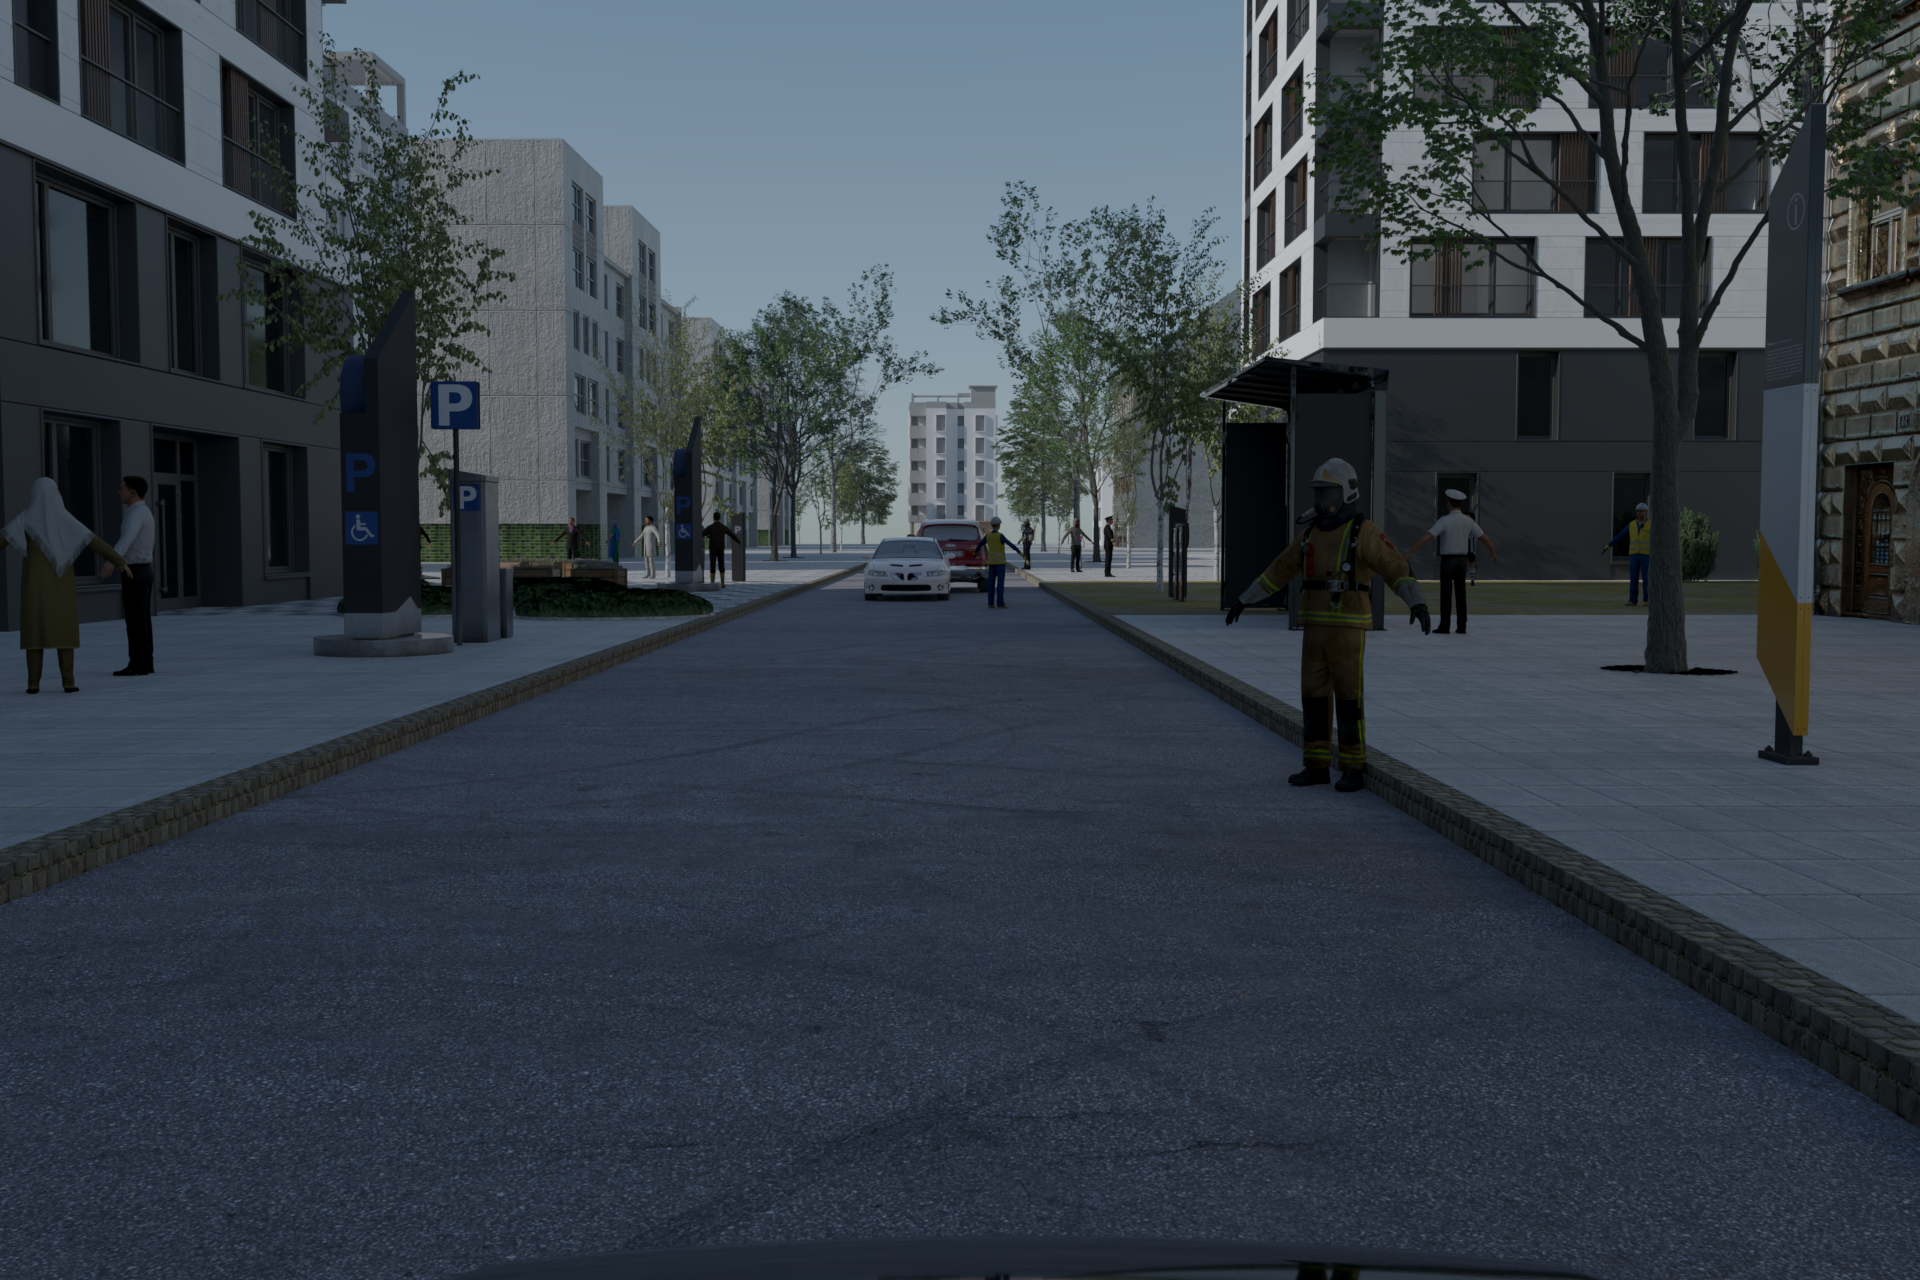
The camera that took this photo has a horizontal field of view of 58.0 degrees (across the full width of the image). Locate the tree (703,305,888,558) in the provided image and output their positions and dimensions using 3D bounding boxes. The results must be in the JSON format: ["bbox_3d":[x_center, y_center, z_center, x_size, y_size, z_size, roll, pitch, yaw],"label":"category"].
[{"bbox_3d":[-9.012,-11.164,92.895,12.009,13.543,11.850,0,3,0],"label":"tree"}]

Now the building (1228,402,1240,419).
[{"bbox_3d":[21.216,-9.319,94.514,9.099,9.664,28.070,0,4,0],"label":"building"}]

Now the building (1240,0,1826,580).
[{"bbox_3d":[23.895,-13.434,63.627,27.936,21.610,32.646,0,3,0],"label":"building"}]

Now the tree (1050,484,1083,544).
[{"bbox_3d":[13.821,-16.776,224.644,4.737,8.622,4.395,0,3,0],"label":"tree"}]

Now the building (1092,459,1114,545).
[{"bbox_3d":[20.409,-15.456,194.848,9.099,9.664,28.070,0,3,0],"label":"building"}]

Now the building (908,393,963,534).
[{"bbox_3d":[-6.330,-22.315,223.724,11.380,20.090,16.016,0,4,-5],"label":"building"}]

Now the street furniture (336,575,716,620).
[{"bbox_3d":[-7.748,-0.894,30.239,5.734,0.657,10.072,-1,4,-17],"label":"street furniture"}]

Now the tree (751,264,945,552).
[{"bbox_3d":[-7.517,-16.178,120.392,12.611,20.169,13.585,0,3,0],"label":"tree"}]

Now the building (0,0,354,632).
[{"bbox_3d":[-26.332,-10.739,19.563,27.936,21.610,32.646,0,4,-1],"label":"building"}]

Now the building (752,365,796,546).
[{"bbox_3d":[-28.513,-20.205,196.807,16.747,18.905,31.486,0,4,0],"label":"building"}]

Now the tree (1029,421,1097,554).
[{"bbox_3d":[6.131,-9.822,110.947,4.360,8.622,3.978,0,3,0],"label":"tree"}]

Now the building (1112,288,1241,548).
[{"bbox_3d":[24.661,-20.379,164.123,19.493,23.208,18.063,0,4,-1],"label":"building"}]

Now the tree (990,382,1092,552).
[{"bbox_3d":[6.005,-12.653,125.008,7.486,12.596,7.792,0,3,0],"label":"tree"}]

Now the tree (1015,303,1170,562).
[{"bbox_3d":[6.093,-9.365,78.867,9.928,11.665,9.643,0,3,0],"label":"tree"}]

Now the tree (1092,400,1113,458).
[{"bbox_3d":[23.243,-22.396,222.062,12.611,20.169,13.585,0,3,0],"label":"tree"}]

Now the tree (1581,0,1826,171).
[{"bbox_3d":[16.967,-11.010,35.905,12.611,20.169,13.585,0,3,0],"label":"tree"}]

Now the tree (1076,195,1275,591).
[{"bbox_3d":[4.731,-5.401,38.672,4.737,8.622,4.395,0,3,0],"label":"tree"}]

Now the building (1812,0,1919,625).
[{"bbox_3d":[22.707,-11.426,17.746,19.493,23.208,18.063,0,4,0],"label":"building"}]

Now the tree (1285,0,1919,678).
[{"bbox_3d":[6.578,-5.511,15.868,9.928,11.665,9.643,0,3,0],"label":"tree"}]

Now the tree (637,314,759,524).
[{"bbox_3d":[-8.651,-6.554,57.525,4.737,8.622,4.395,0,3,0],"label":"tree"}]

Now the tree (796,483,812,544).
[{"bbox_3d":[-20.557,-16.416,218.770,4.737,8.622,4.395,0,3,0],"label":"tree"}]

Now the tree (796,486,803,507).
[{"bbox_3d":[-22.442,-16.712,223.604,4.737,8.622,4.395,0,3,0],"label":"tree"}]

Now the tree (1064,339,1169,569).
[{"bbox_3d":[6.522,-6.972,64.361,4.360,8.622,3.978,0,3,0],"label":"tree"}]

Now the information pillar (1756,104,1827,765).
[{"bbox_3d":[4.670,-1.125,9.741,0.183,3.616,0.504,0,4,0],"label":"information pillar"}]

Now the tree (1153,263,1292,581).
[{"bbox_3d":[7.062,-5.901,46.836,4.737,8.622,4.395,0,3,0],"label":"tree"}]

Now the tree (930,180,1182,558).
[{"bbox_3d":[5.210,-14.548,93.745,12.611,20.169,13.585,0,3,0],"label":"tree"}]

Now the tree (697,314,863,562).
[{"bbox_3d":[-8.491,-9.471,80.604,9.928,11.665,9.643,0,3,0],"label":"tree"}]

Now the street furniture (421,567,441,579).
[{"bbox_3d":[-17.835,-2.205,42.905,9.812,1.723,11.010,-2,4,-25],"label":"street furniture"}]

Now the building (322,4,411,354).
[{"bbox_3d":[-27.542,-12.368,58.633,16.016,20.090,11.380,0,4,0],"label":"building"}]

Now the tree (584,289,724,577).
[{"bbox_3d":[-8.480,-6.181,51.425,4.360,8.622,3.978,0,3,0],"label":"tree"}]

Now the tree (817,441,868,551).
[{"bbox_3d":[-9.093,-11.141,132.511,4.737,8.622,4.395,0,3,0],"label":"tree"}]

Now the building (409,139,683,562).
[{"bbox_3d":[-25.977,-13.891,93.584,16.747,18.905,31.486,0,4,0],"label":"building"}]

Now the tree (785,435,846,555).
[{"bbox_3d":[-8.531,-9.661,108.323,4.360,8.622,3.978,0,3,0],"label":"tree"}]

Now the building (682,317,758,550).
[{"bbox_3d":[-28.646,-17.786,157.261,16.747,18.905,31.486,0,3,0],"label":"building"}]

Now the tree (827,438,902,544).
[{"bbox_3d":[-12.431,-19.374,223.419,9.857,13.997,8.962,0,3,0],"label":"tree"}]
